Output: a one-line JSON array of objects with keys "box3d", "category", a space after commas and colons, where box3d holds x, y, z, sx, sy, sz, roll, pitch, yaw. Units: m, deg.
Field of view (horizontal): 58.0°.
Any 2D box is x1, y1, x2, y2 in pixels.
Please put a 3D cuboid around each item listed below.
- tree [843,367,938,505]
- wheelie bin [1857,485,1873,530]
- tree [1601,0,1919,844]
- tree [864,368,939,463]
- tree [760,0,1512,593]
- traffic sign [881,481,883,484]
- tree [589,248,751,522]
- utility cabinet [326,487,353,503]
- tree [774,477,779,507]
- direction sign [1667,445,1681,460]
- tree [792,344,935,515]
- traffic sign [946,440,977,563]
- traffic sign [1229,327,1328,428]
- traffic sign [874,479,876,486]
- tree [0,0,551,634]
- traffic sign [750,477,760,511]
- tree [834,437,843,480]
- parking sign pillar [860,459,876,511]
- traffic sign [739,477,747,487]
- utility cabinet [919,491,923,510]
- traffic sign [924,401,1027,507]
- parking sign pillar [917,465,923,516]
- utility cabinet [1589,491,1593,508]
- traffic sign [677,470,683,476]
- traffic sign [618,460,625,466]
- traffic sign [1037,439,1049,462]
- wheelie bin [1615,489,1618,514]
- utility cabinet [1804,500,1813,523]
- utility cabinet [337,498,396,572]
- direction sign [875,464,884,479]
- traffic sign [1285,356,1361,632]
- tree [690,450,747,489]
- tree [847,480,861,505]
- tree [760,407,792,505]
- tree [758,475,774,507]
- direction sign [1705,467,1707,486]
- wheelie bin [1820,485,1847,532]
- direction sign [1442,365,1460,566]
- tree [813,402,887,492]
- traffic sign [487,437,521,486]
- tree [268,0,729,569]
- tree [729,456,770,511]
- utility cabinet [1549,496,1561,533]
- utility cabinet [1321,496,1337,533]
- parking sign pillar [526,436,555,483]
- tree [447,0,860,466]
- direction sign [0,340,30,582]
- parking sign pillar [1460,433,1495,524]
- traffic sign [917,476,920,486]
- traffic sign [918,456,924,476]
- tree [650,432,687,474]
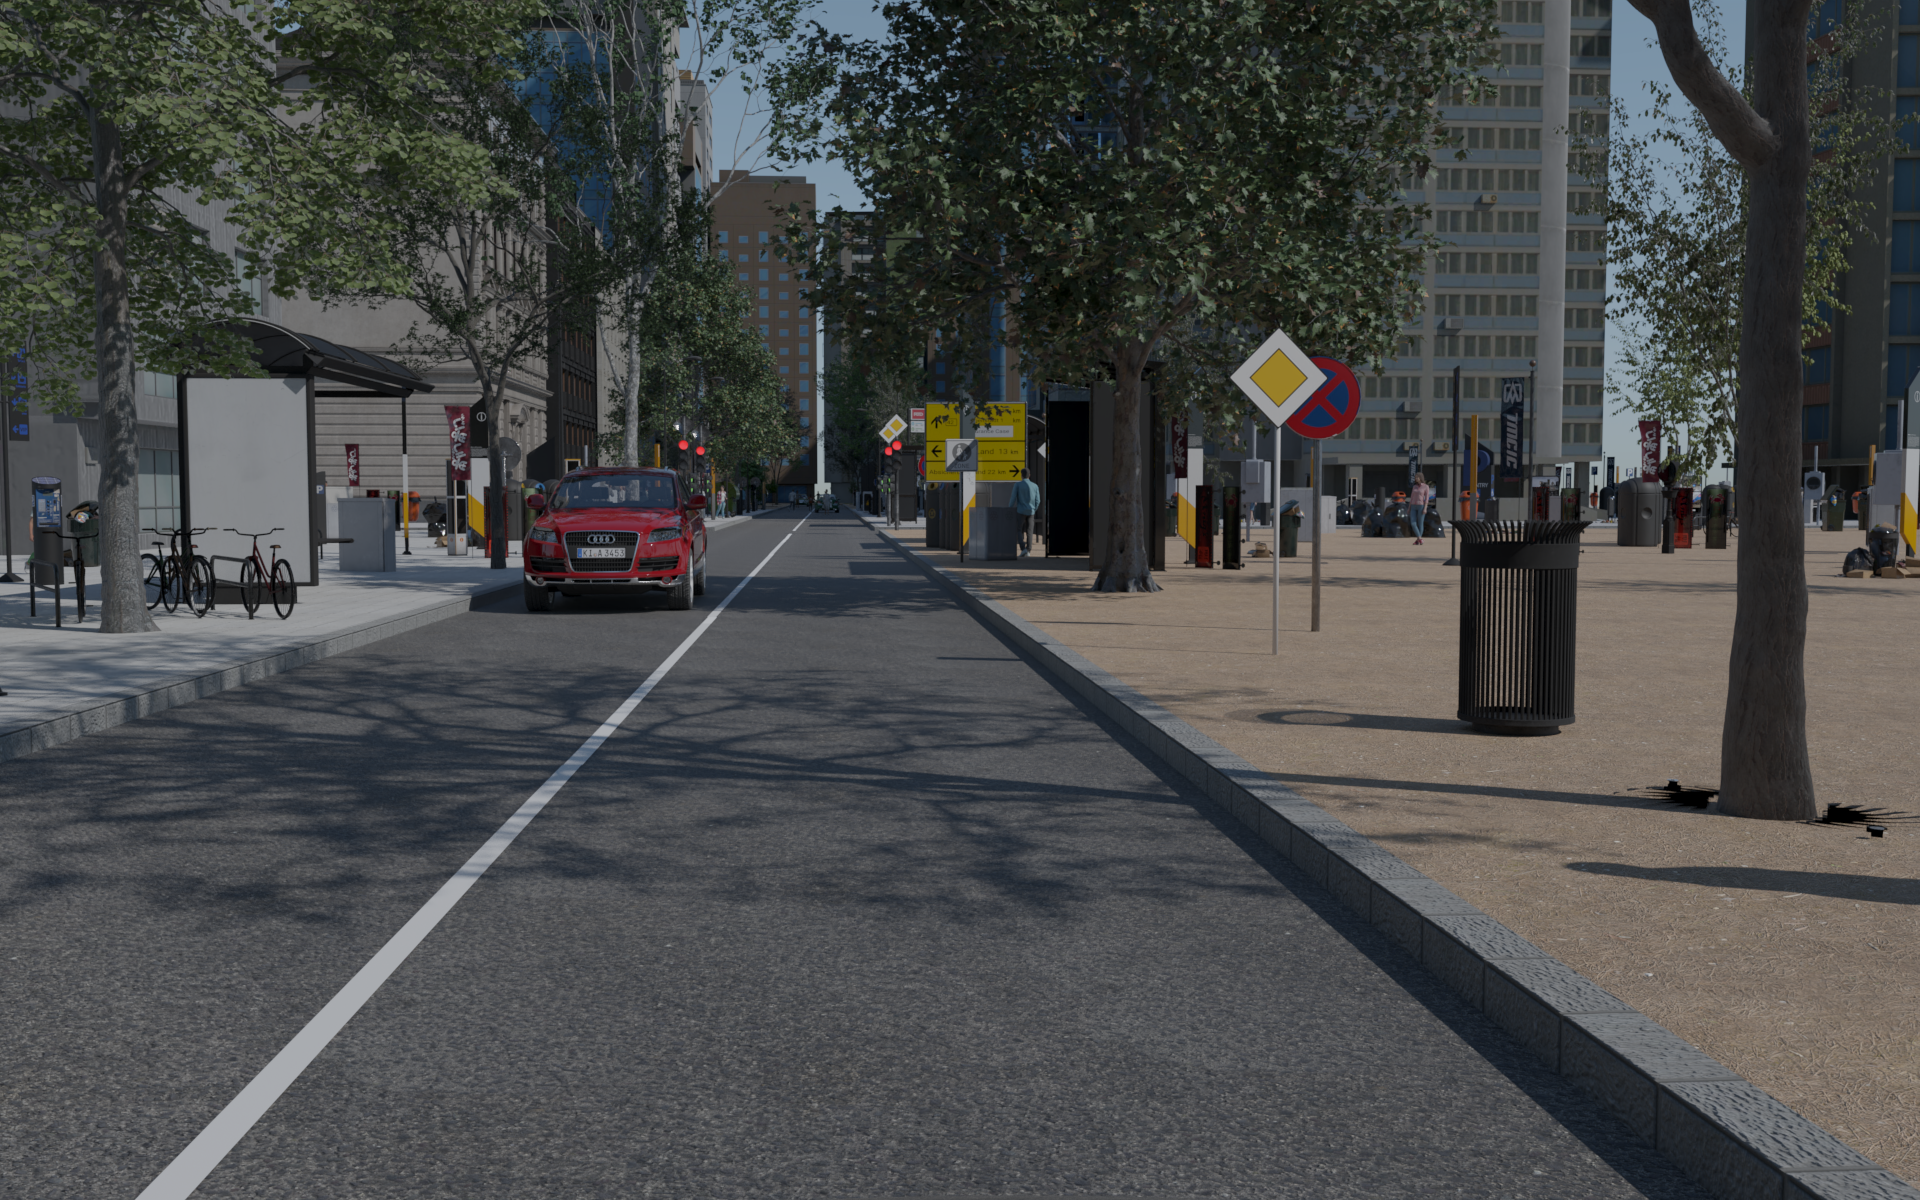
[{"box3d": [-3.196, -8.492, 89.211, 4.360, 8.622, 3.978, 0, 3, 0], "category": "tree"}, {"box3d": [32.074, -3.249, 61.025, 0.693, 1.594, 0.980, -3, 5, -42], "category": "wheelie bin"}, {"box3d": [3.109, -5.879, 6.497, 12.009, 13.543, 11.850, 0, 3, 0], "category": "tree"}, {"box3d": [-3.387, -9.127, 99.593, 4.737, 8.622, 4.395, 0, 3, 0], "category": "tree"}, {"box3d": [2.216, -6.453, 22.511, 9.611, 12.733, 9.660, 0, 3, 0], "category": "tree"}, {"box3d": [-4.055, -5.720, 95.649, 0.606, 2.300, 0.079, 0, 4, 3], "category": "traffic sign"}, {"box3d": [-11.903, -9.861, 78.236, 9.611, 12.733, 9.660, 0, 3, 0], "category": "tree"}, {"box3d": [-18.957, -2.680, 52.503, 0.318, 1.500, 1.173, 2, 4, 27], "category": "utility cabinet"}, {"box3d": [-19.032, -11.087, 175.877, 1.663, 3.219, 1.824, 0, 3, 0], "category": "tree"}, {"box3d": [33.299, -5.436, 80.869, 0.379, 3.537, 0.876, -1, 4, -17], "category": "direction sign"}, {"box3d": [-5.802, -12.088, 123.392, 9.928, 11.665, 9.643, 0, 3, 0], "category": "tree"}, {"box3d": [0.034, -1.849, 32.367, 0.606, 2.300, 0.079, 0, 4, 2], "category": "traffic sign"}, {"box3d": [2.534, -0.855, 13.721, 0.795, 2.593, 0.064, 0, 4, -3], "category": "traffic sign"}, {"box3d": [-6.001, -7.879, 128.922, 0.768, 2.556, 0.104, 0, 4, 5], "category": "traffic sign"}, {"box3d": [-7.611, -5.946, 15.341, 7.486, 12.596, 7.792, 0, 3, 0], "category": "tree"}, {"box3d": [-15.340, -7.935, 129.844, 0.768, 2.556, 0.104, 0, 4, 4], "category": "traffic sign"}, {"box3d": [-12.297, -15.042, 196.305, 4.360, 8.622, 3.978, 0, 3, 0], "category": "tree"}, {"box3d": [-6.916, -8.800, 132.359, 1.447, 3.967, 1.447, 2, 4, 30], "category": "parking sign pillar"}, {"box3d": [-16.010, -7.806, 127.738, 0.768, 2.556, 0.104, 0, 4, 0], "category": "traffic sign"}, {"box3d": [-3.534, -8.009, 139.626, 1.173, 1.500, 0.318, 3, 5, 39], "category": "utility cabinet"}, {"box3d": [0.346, -2.708, 38.148, 2.265, 3.308, 0.079, 0, 4, 5], "category": "traffic sign"}, {"box3d": [-2.949, -7.022, 103.281, 1.447, 3.967, 1.447, 2, 4, 28], "category": "parking sign pillar"}, {"box3d": [52.694, -8.325, 144.788, 0.318, 1.500, 1.173, 3, 5, 44], "category": "utility cabinet"}, {"box3d": [-14.877, -5.615, 91.918, 0.768, 2.556, 0.104, 0, 4, -3], "category": "traffic sign"}, {"box3d": [-11.401, -3.654, 59.481, 0.795, 2.593, 0.064, 0, 4, 0], "category": "traffic sign"}, {"box3d": [2.033, -2.240, 36.354, 0.795, 2.593, 0.064, 0, 4, 2], "category": "traffic sign"}, {"box3d": [43.314, -6.485, 113.937, 0.980, 1.594, 0.693, -1, 4, -19], "category": "wheelie bin"}, {"box3d": [37.313, -3.975, 76.157, 0.306, 1.237, 1.020, 2, 4, 31], "category": "utility cabinet"}, {"box3d": [-9.839, -1.076, 28.749, 1.020, 1.237, 0.306, 2, 4, 26], "category": "utility cabinet"}, {"box3d": [-6.016, -8.480, 130.637, 0.876, 3.537, 0.379, 1, 4, 13], "category": "direction sign"}, {"box3d": [3.319, -0.978, 16.090, 0.768, 2.556, 0.104, 0, 4, 4], "category": "traffic sign"}, {"box3d": [-15.822, -10.494, 121.940, 4.360, 8.622, 3.978, 0, 3, 0], "category": "tree"}, {"box3d": [-12.663, -12.849, 204.674, 1.663, 3.219, 1.824, 0, 3, 0], "category": "tree"}, {"box3d": [-21.809, -17.104, 205.411, 9.928, 11.665, 9.643, 0, 3, 0], "category": "tree"}, {"box3d": [-19.789, -10.854, 172.065, 1.663, 3.219, 1.824, 0, 3, 0], "category": "tree"}, {"box3d": [39.655, -6.122, 92.099, 0.379, 3.537, 0.876, 1, 4, 22], "category": "direction sign"}, {"box3d": [29.960, -3.150, 59.409, 0.693, 1.594, 0.980, 0, 4, 6], "category": "wheelie bin"}, {"box3d": [8.855, -2.385, 30.987, 0.379, 3.537, 0.876, 1, 4, 11], "category": "direction sign"}, {"box3d": [-9.659, -14.149, 165.744, 8.767, 10.594, 7.601, -1, 4, -11], "category": "tree"}, {"box3d": [-10.149, -2.353, 38.574, 0.768, 2.556, 0.104, 0, 4, 1], "category": "traffic sign"}, {"box3d": [-7.854, -5.832, 29.761, 8.767, 10.594, 7.601, 0, 4, 8], "category": "tree"}, {"box3d": [-16.325, -9.134, 133.049, 4.285, 4.588, 4.351, 0, 3, 0], "category": "tree"}, {"box3d": [17.845, -2.516, 52.304, 1.020, 1.237, 0.306, 3, 5, 40], "category": "utility cabinet"}, {"box3d": [11.871, -2.782, 56.654, 1.020, 1.237, 0.306, -3, 4, -38], "category": "utility cabinet"}, {"box3d": [-19.448, -5.619, 80.337, 1.447, 3.967, 1.447, -1, 4, -17], "category": "parking sign pillar"}, {"box3d": [-8.727, -11.826, 49.252, 12.611, 20.169, 13.585, 0, 3, 0], "category": "tree"}, {"box3d": [-13.901, -2.033, 25.229, 0.379, 3.537, 0.876, 1, 4, 16], "category": "direction sign"}, {"box3d": [22.676, -5.341, 75.801, 1.447, 3.967, 1.447, 2, 4, 35], "category": "parking sign pillar"}, {"box3d": [-2.534, -5.778, 96.595, 0.606, 2.300, 0.079, 0, 4, -4], "category": "traffic sign"}, {"box3d": [-0.937, -3.338, 54.688, 0.768, 2.556, 0.104, 0, 4, 1], "category": "traffic sign"}, {"box3d": [-21.869, -11.212, 133.684, 4.360, 8.622, 3.978, 0, 3, 0], "category": "tree"}]
